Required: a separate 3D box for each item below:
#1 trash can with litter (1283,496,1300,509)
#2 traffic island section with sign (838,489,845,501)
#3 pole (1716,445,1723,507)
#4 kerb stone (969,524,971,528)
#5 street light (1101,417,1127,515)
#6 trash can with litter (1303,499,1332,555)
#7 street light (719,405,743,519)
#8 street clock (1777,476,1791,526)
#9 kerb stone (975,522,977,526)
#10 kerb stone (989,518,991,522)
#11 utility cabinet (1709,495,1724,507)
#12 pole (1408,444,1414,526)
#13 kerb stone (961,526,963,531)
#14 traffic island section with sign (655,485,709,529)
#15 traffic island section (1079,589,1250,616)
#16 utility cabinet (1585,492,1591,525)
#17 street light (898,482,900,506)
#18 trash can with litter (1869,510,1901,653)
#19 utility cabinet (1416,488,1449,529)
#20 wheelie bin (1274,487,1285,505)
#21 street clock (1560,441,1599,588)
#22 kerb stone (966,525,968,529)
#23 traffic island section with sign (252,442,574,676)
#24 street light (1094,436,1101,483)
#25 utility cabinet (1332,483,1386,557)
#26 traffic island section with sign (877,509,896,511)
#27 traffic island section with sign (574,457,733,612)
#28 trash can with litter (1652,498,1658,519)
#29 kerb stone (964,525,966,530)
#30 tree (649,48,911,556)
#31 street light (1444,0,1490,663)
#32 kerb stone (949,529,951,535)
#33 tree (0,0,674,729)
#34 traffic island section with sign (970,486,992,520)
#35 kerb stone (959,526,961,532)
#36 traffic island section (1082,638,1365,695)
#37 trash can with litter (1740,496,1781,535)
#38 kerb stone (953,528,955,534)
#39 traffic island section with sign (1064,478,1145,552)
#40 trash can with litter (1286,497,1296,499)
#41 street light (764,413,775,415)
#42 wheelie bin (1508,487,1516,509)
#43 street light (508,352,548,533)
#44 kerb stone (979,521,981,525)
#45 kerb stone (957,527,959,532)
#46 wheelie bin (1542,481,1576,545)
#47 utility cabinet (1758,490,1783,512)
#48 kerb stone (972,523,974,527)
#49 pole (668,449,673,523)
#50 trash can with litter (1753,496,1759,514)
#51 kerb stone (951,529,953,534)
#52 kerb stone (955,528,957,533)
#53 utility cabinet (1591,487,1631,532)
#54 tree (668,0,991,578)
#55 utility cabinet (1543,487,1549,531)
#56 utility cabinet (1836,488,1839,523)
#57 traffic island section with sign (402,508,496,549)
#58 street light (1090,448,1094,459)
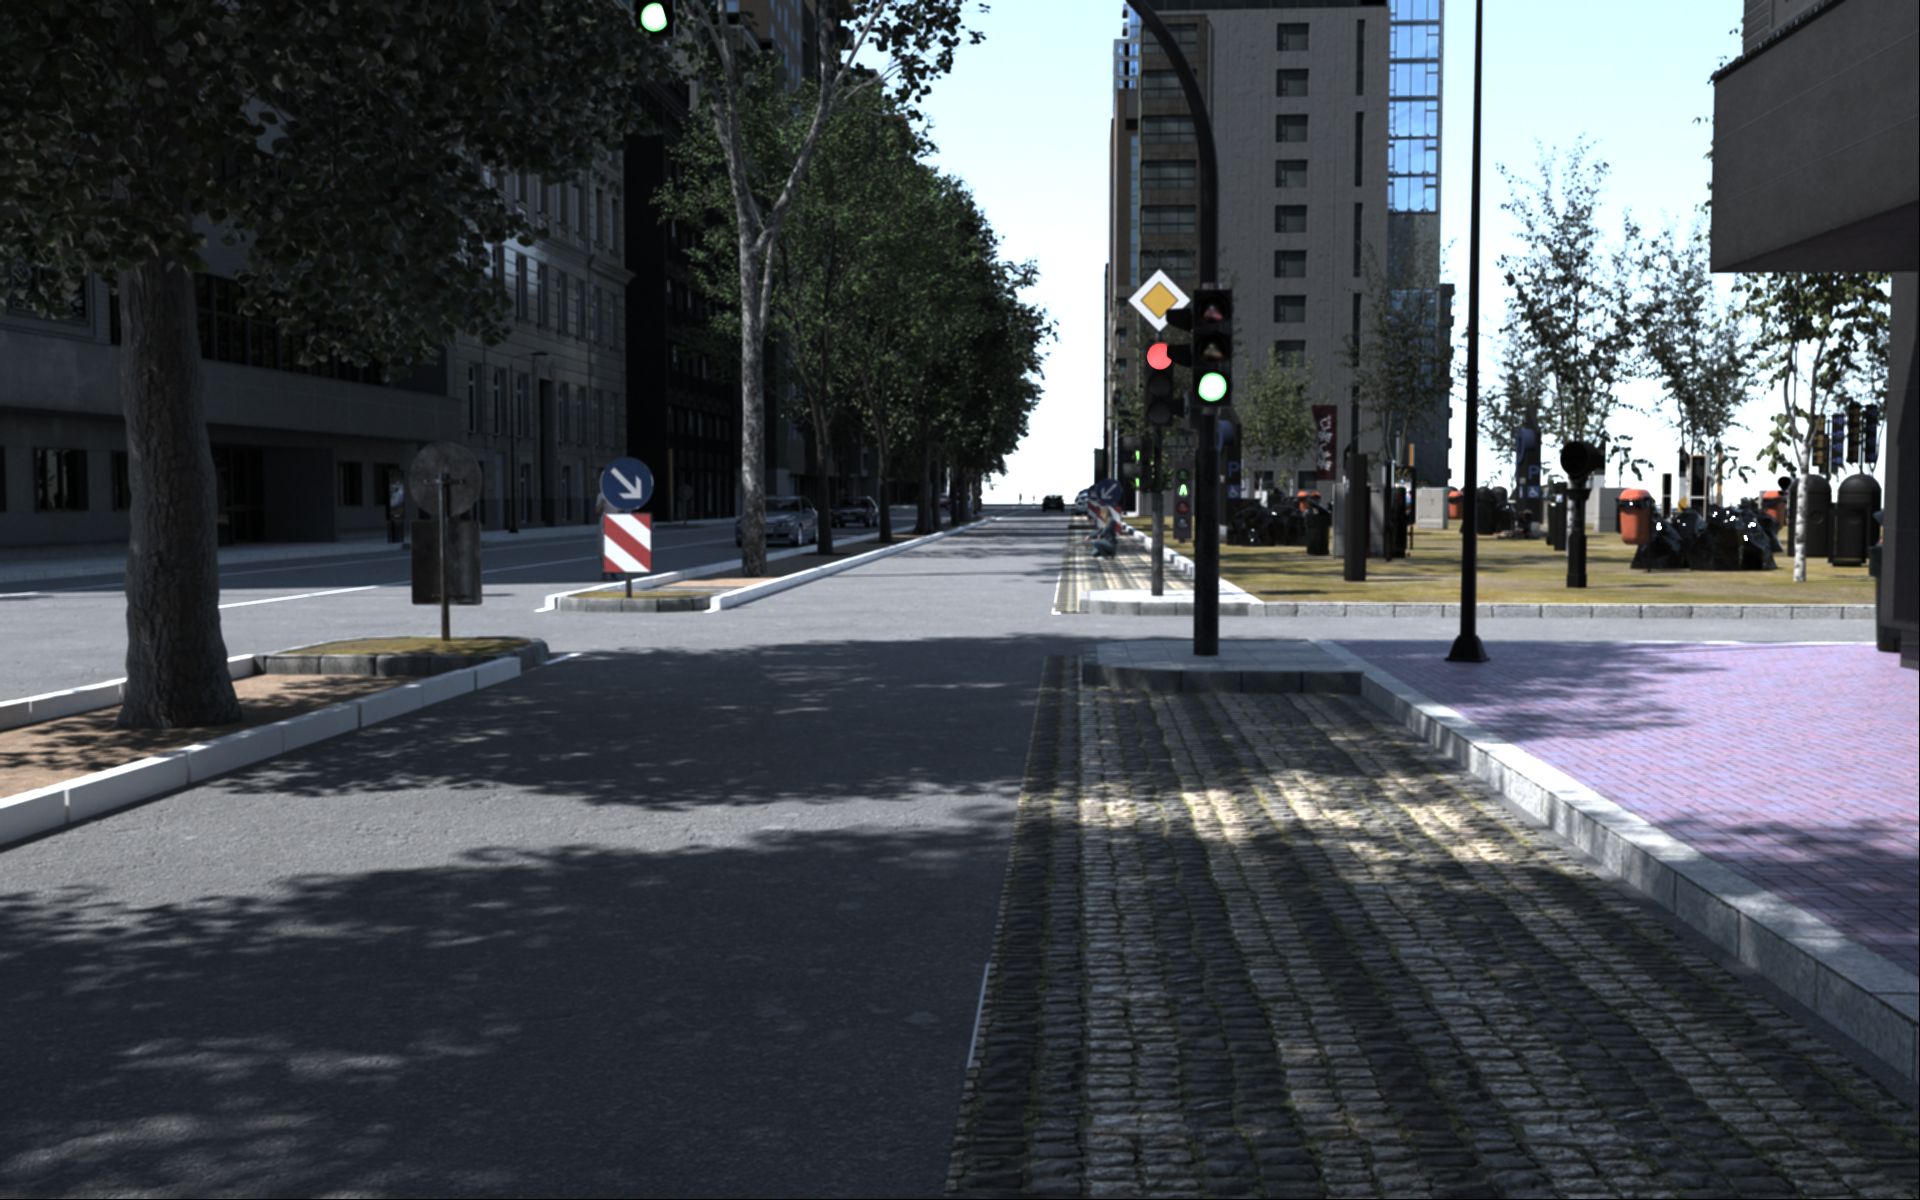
[{"bbox_3d":[9.695,-2.539,52.564,2.233,1.210,1.678,2,4,25],"label":"trash can with litter"},{"bbox_3d":[-8.299,-6.985,122.830,1.989,1.847,2.006,0,4,4],"label":"traffic island section with sign"},{"bbox_3d":[31.483,-4.770,71.839,0.158,3.312,0.155,0,3,0],"label":"pole"},{"bbox_3d":[0.249,-2.985,71.003,0.120,0.150,1.000,0,4,4],"label":"kerb stone"},{"bbox_3d":[9.378,-8.046,104.098,1.470,5.913,1.316,0,4,4],"label":"street light"},{"bbox_3d":[7.783,-1.537,36.514,1.055,1.170,0.624,0,4,3],"label":"trash can with litter"},{"bbox_3d":[-11.895,-7.215,90.509,1.470,5.913,1.316,0,4,4],"label":"street light"},{"bbox_3d":[33.408,-4.015,70.223,0.471,2.002,0.358,3,5,42],"label":"street clock"},{"bbox_3d":[0.522,-3.235,75.085,0.120,0.150,1.000,0,4,4],"label":"kerb stone"},{"bbox_3d":[1.332,-3.985,87.355,0.120,0.150,1.000,0,4,4],"label":"kerb stone"},{"bbox_3d":[38.687,-4.760,88.983,0.306,1.237,1.020,-2,4,-27],"label":"utility cabinet"},{"bbox_3d":[18.293,-4.673,70.246,0.158,3.312,0.155,0,3,0],"label":"pole"},{"bbox_3d":[-0.086,-2.671,65.867,0.120,0.150,1.000,0,4,4],"label":"kerb stone"},{"bbox_3d":[-11.608,-3.921,72.738,1.989,1.847,2.006,0,4,4],"label":"traffic island section with sign"},{"bbox_3d":[2.508,0.027,21.836,2.009,0.180,2.903,0,4,4],"label":"traffic island section"},{"bbox_3d":[25.899,-3.873,72.001,1.173,1.500,0.318,2,4,34],"label":"utility cabinet"},{"bbox_3d":[-5.867,-12.823,182.196,1.470,5.913,1.316,0,4,4],"label":"street light"},{"bbox_3d":[7.830,-0.151,13.863,0.624,1.170,1.055,-1,4,-17],"label":"trash can with litter"},{"bbox_3d":[17.155,-3.316,62.895,0.318,1.500,1.173,-3,4,-36],"label":"utility cabinet"},{"bbox_3d":[14.064,-4.226,77.005,0.693,1.594,0.980,2,4,26],"label":"wheelie bin"},{"bbox_3d":[8.454,-1.169,23.688,0.358,2.002,0.471,-2,4,-34],"label":"street clock"},{"bbox_3d":[0.109,-2.859,68.943,0.120,0.150,1.000,0,4,4],"label":"kerb stone"},{"bbox_3d":[-4.544,-0.391,14.537,2.006,1.907,1.989,0,4,4],"label":"traffic island section with sign"},{"bbox_3d":[11.647,-10.148,138.458,1.470,5.913,1.316,0,4,4],"label":"street light"},{"bbox_3d":[8.173,-1.619,35.147,1.173,1.500,0.318,0,4,8],"label":"utility cabinet"},{"bbox_3d":[-6.529,-8.630,149.727,1.989,1.847,2.006,0,4,4],"label":"traffic island section with sign"},{"bbox_3d":[-4.046,-0.843,21.927,2.006,1.907,1.989,0,4,4],"label":"traffic island section with sign"},{"bbox_3d":[35.549,-4.752,89.090,1.055,1.170,0.624,-3,4,-39],"label":"trash can with litter"},{"bbox_3d":[0.049,-2.796,67.918,0.120,0.150,1.000,0,4,4],"label":"kerb stone"},{"bbox_3d":[-3.250,-6.852,40.250,9.928,11.665,9.643,0,3,0],"label":"tree"},{"bbox_3d":[3.373,-2.488,13.214,1.470,5.913,1.316,0,4,4],"label":"street light"},{"bbox_3d":[-0.497,-2.296,59.740,0.120,0.150,1.000,0,4,4],"label":"kerb stone"},{"bbox_3d":[-4.839,-6.187,10.268,9.857,13.997,8.962,0,3,0],"label":"tree"},{"bbox_3d":[0.898,-5.429,96.904,2.006,1.907,1.989,0,4,4],"label":"traffic island section with sign"},{"bbox_3d":[-0.156,-2.608,64.844,0.120,0.150,1.000,0,4,4],"label":"kerb stone"},{"bbox_3d":[1.982,0.515,13.868,2.009,0.180,2.903,0,4,4],"label":"traffic island section"},{"bbox_3d":[24.709,-2.674,54.784,1.678,1.210,2.233,-1,4,-14],"label":"trash can with litter"},{"bbox_3d":[-0.351,-2.421,61.781,0.120,0.150,1.000,0,4,4],"label":"kerb stone"},{"bbox_3d":[3.619,-2.136,43.552,1.989,1.847,2.006,0,4,4],"label":"traffic island section with sign"},{"bbox_3d":[15.080,-4.130,78.919,0.624,1.170,1.055,1,4,21],"label":"trash can with litter"},{"bbox_3d":[-11.302,-7.749,99.229,1.470,5.913,1.316,0,4,4],"label":"street light"},{"bbox_3d":[19.429,-3.185,59.976,0.693,1.594,0.980,-1,4,-16],"label":"wheelie bin"},{"bbox_3d":[-14.125,-5.146,56.674,1.470,5.913,1.316,0,4,4],"label":"street light"},{"bbox_3d":[0.726,-3.422,78.152,0.120,0.150,1.000,0,4,4],"label":"kerb stone"},{"bbox_3d":[-0.221,-2.546,63.821,0.120,0.150,1.000,0,4,4],"label":"kerb stone"},{"bbox_3d":[15.028,-2.162,43.259,0.980,1.594,0.693,2,4,34],"label":"wheelie bin"},{"bbox_3d":[40.607,-4.769,86.653,1.173,1.500,0.318,0,4,5],"label":"utility cabinet"},{"bbox_3d":[0.388,-3.107,73.046,0.120,0.150,1.000,0,4,4],"label":"kerb stone"},{"bbox_3d":[-13.042,-5.145,77.956,0.158,3.312,0.155,0,3,0],"label":"pole"},{"bbox_3d":[40.864,-4.776,89.473,0.624,1.170,1.055,-3,4,-39],"label":"trash can with litter"},{"bbox_3d":[-0.428,-2.356,60.762,0.120,0.150,1.000,0,4,4],"label":"kerb stone"},{"bbox_3d":[-0.285,-2.483,62.801,0.120,0.150,1.000,0,4,4],"label":"kerb stone"},{"bbox_3d":[21.598,-2.977,57.352,1.173,1.500,0.318,-1,4,-13],"label":"utility cabinet"},{"bbox_3d":[-2.366,-10.385,28.144,12.611,20.169,13.585,0,3,0],"label":"tree"},{"bbox_3d":[18.115,-2.717,53.098,0.318,1.500,1.173,1,4,11],"label":"utility cabinet"},{"bbox_3d":[32.654,-3.384,64.000,0.318,1.500,1.173,1,4,18],"label":"utility cabinet"},{"bbox_3d":[-13.390,-2.267,45.699,1.989,1.847,2.006,0,4,4],"label":"traffic island section with sign"},{"bbox_3d":[13.922,-12.240,172.662,1.470,5.913,1.316,0,4,4],"label":"street light"}]
